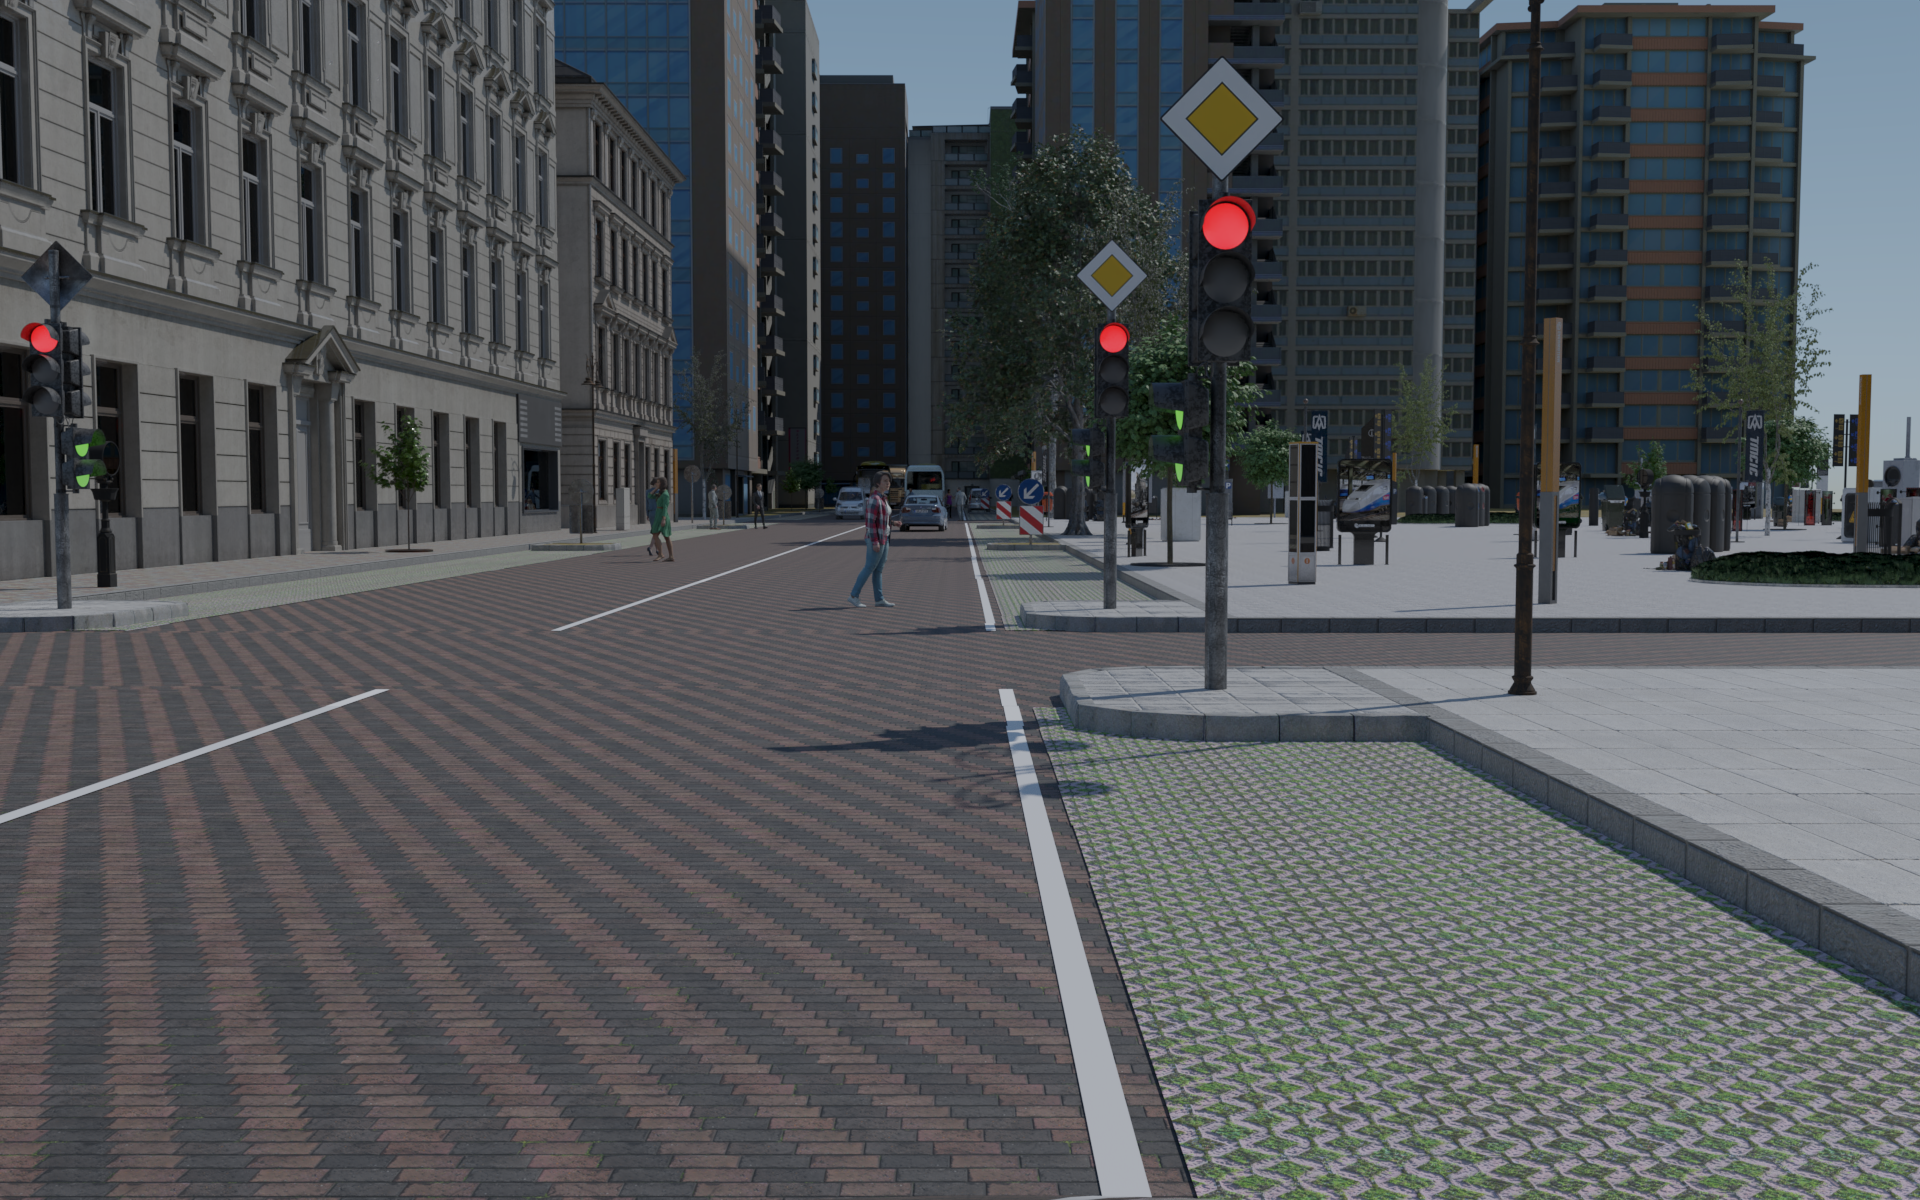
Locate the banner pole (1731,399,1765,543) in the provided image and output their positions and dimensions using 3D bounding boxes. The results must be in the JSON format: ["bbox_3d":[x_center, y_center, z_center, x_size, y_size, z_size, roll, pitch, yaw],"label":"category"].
[{"bbox_3d":[20.776,-3.405,45.685,0.401,3.779,0.863,-3,5,-43],"label":"banner pole"}]

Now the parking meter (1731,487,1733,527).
[{"bbox_3d":[24.829,-2.920,56.156,0.372,1.533,0.369,0,3,0],"label":"parking meter"}]

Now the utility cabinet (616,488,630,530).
[{"bbox_3d":[-11.951,-3.221,61.341,0.318,1.500,1.173,0,4,-1],"label":"utility cabinet"}]

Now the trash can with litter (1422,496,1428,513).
[{"bbox_3d":[21.579,-4.213,79.942,1.678,1.210,2.233,1,4,19],"label":"trash can with litter"}]

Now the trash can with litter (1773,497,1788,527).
[{"bbox_3d":[32.287,-3.461,67.972,0.624,1.170,1.055,1,4,12],"label":"trash can with litter"}]

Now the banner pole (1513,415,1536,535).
[{"bbox_3d":[17.765,-3.934,54.332,0.863,3.779,0.401,-2,4,-28],"label":"banner pole"}]

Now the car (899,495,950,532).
[{"bbox_3d":[-1.418,-3.400,67.597,2.014,1.417,4.499,0,4,1],"label":"car"}]

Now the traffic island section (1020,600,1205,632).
[{"bbox_3d":[1.701,0.176,19.395,2.009,0.180,2.903,0,3,0],"label":"traffic island section"}]

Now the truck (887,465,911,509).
[{"bbox_3d":[-6.076,-10.868,166.604,2.839,4.237,11.283,0,4,2],"label":"truck"}]

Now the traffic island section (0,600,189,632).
[{"bbox_3d":[-10.041,0.177,19.393,2.009,0.180,2.903,0,3,0],"label":"traffic island section"}]

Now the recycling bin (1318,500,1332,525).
[{"bbox_3d":[14.864,-3.600,71.410,0.722,1.027,0.722,0,4,-8],"label":"recycling bin"}]

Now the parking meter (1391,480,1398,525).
[{"bbox_3d":[18.129,-4.090,72.587,0.399,1.863,0.255,-3,4,-36],"label":"parking meter"}]

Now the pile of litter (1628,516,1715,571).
[{"bbox_3d":[12.345,-0.927,29.123,1.176,0.858,1.719,-1,4,-16],"label":"pile of litter"}]

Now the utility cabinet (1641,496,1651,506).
[{"bbox_3d":[27.689,-3.589,69.849,0.306,1.237,1.020,1,4,11],"label":"utility cabinet"}]

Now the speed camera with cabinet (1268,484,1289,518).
[{"bbox_3d":[17.771,-6.107,94.185,2.038,3.252,0.660,-1,4,-19],"label":"speed camera with cabinet"}]

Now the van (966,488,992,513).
[{"bbox_3d":[1.414,-7.500,129.637,2.013,2.044,4.112,0,4,-1],"label":"van"}]

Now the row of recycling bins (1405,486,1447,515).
[{"bbox_3d":[23.732,-4.876,86.833,3.534,1.692,1.069,-2,4,-35],"label":"row of recycling bins"}]

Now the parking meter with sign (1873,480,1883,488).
[{"bbox_3d":[48.859,-5.850,91.905,1.738,3.016,0.543,2,4,33],"label":"parking meter with sign"}]

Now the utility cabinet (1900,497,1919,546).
[{"bbox_3d":[22.045,-1.762,39.971,1.020,1.237,0.306,-3,4,-37],"label":"utility cabinet"}]

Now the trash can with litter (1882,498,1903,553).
[{"bbox_3d":[17.714,-1.346,33.068,1.678,1.210,2.233,0,4,1],"label":"trash can with litter"}]

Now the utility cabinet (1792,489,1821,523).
[{"bbox_3d":[37.636,-4.178,76.991,1.173,1.500,0.318,0,4,-7],"label":"utility cabinet"}]

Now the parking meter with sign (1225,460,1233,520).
[{"bbox_3d":[13.444,-5.571,87.345,0.543,3.016,1.738,0,4,-2],"label":"parking meter with sign"}]

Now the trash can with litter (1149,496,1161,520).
[{"bbox_3d":[9.684,-4.510,84.800,2.233,1.210,1.678,3,5,44],"label":"trash can with litter"}]

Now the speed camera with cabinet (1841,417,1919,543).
[{"bbox_3d":[23.921,-3.100,45.023,0.660,3.252,2.038,-1,4,-15],"label":"speed camera with cabinet"}]

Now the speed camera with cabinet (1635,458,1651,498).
[{"bbox_3d":[37.589,-6.080,93.748,0.660,3.252,2.038,-2,4,-33],"label":"speed camera with cabinet"}]

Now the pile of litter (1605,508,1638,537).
[{"bbox_3d":[20.318,-2.396,53.134,1.719,0.858,1.176,-3,4,-37],"label":"pile of litter"}]

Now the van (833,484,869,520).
[{"bbox_3d":[-6.184,-5.607,98.687,2.013,2.044,4.112,0,4,-1],"label":"van"}]

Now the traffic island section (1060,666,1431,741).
[{"bbox_3d":[1.706,0.665,11.410,2.009,0.180,2.903,0,3,0],"label":"traffic island section"}]

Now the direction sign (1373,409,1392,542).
[{"bbox_3d":[11.274,-3.320,46.286,0.379,3.537,0.876,3,5,44],"label":"direction sign"}]

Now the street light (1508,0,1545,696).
[{"bbox_3d":[3.608,-2.333,10.933,0.468,5.910,1.993,0,3,0],"label":"street light"}]

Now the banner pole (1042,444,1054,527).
[{"bbox_3d":[3.349,-4.721,67.203,0.401,3.779,0.863,-1,4,-23],"label":"banner pole"}]

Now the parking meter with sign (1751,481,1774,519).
[{"bbox_3d":[41.177,-5.708,89.583,1.738,3.016,0.543,3,4,39],"label":"parking meter with sign"}]

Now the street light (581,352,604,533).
[{"bbox_3d":[-11.991,-5.131,56.676,0.468,5.910,1.993,0,3,0],"label":"street light"}]

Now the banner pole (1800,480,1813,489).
[{"bbox_3d":[45.060,-6.241,92.051,0.401,3.779,0.863,-3,4,-38],"label":"banner pole"}]

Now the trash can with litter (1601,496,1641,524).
[{"bbox_3d":[28.516,-3.844,73.912,2.233,1.210,1.678,1,4,12],"label":"trash can with litter"}]

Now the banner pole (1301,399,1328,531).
[{"bbox_3d":[9.315,-3.405,45.683,0.863,3.779,0.401,-1,4,-11],"label":"banner pole"}]

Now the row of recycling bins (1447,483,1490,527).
[{"bbox_3d":[20.188,-3.744,68.325,1.069,1.692,3.534,2,4,26],"label":"row of recycling bins"}]

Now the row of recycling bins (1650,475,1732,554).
[{"bbox_3d":[16.189,-1.901,38.194,1.069,1.692,3.534,3,5,40],"label":"row of recycling bins"}]

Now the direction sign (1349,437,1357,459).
[{"bbox_3d":[15.621,-4.703,68.895,0.379,3.537,0.876,2,4,33],"label":"direction sign"}]

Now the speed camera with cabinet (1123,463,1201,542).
[{"bbox_3d":[5.458,-3.209,46.796,2.038,3.252,0.660,-1,4,-9],"label":"speed camera with cabinet"}]

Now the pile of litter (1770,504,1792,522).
[{"bbox_3d":[37.670,-3.975,78.962,1.176,0.858,1.719,0,4,2],"label":"pile of litter"}]

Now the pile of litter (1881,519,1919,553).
[{"bbox_3d":[20.436,-1.404,36.920,1.176,0.858,1.719,0,4,1],"label":"pile of litter"}]

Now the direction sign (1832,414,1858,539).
[{"bbox_3d":[25.104,-3.493,49.103,0.876,3.537,0.379,-1,4,-13],"label":"direction sign"}]

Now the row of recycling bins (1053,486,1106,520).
[{"bbox_3d":[6.165,-4.887,87.016,3.534,1.692,1.069,3,5,40],"label":"row of recycling bins"}]

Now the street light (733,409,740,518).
[{"bbox_3d":[-12.082,-7.405,93.865,0.468,5.910,1.993,0,3,0],"label":"street light"}]

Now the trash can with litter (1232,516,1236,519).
[{"bbox_3d":[13.977,-4.874,90.754,1.678,1.210,2.233,3,4,38],"label":"trash can with litter"}]
